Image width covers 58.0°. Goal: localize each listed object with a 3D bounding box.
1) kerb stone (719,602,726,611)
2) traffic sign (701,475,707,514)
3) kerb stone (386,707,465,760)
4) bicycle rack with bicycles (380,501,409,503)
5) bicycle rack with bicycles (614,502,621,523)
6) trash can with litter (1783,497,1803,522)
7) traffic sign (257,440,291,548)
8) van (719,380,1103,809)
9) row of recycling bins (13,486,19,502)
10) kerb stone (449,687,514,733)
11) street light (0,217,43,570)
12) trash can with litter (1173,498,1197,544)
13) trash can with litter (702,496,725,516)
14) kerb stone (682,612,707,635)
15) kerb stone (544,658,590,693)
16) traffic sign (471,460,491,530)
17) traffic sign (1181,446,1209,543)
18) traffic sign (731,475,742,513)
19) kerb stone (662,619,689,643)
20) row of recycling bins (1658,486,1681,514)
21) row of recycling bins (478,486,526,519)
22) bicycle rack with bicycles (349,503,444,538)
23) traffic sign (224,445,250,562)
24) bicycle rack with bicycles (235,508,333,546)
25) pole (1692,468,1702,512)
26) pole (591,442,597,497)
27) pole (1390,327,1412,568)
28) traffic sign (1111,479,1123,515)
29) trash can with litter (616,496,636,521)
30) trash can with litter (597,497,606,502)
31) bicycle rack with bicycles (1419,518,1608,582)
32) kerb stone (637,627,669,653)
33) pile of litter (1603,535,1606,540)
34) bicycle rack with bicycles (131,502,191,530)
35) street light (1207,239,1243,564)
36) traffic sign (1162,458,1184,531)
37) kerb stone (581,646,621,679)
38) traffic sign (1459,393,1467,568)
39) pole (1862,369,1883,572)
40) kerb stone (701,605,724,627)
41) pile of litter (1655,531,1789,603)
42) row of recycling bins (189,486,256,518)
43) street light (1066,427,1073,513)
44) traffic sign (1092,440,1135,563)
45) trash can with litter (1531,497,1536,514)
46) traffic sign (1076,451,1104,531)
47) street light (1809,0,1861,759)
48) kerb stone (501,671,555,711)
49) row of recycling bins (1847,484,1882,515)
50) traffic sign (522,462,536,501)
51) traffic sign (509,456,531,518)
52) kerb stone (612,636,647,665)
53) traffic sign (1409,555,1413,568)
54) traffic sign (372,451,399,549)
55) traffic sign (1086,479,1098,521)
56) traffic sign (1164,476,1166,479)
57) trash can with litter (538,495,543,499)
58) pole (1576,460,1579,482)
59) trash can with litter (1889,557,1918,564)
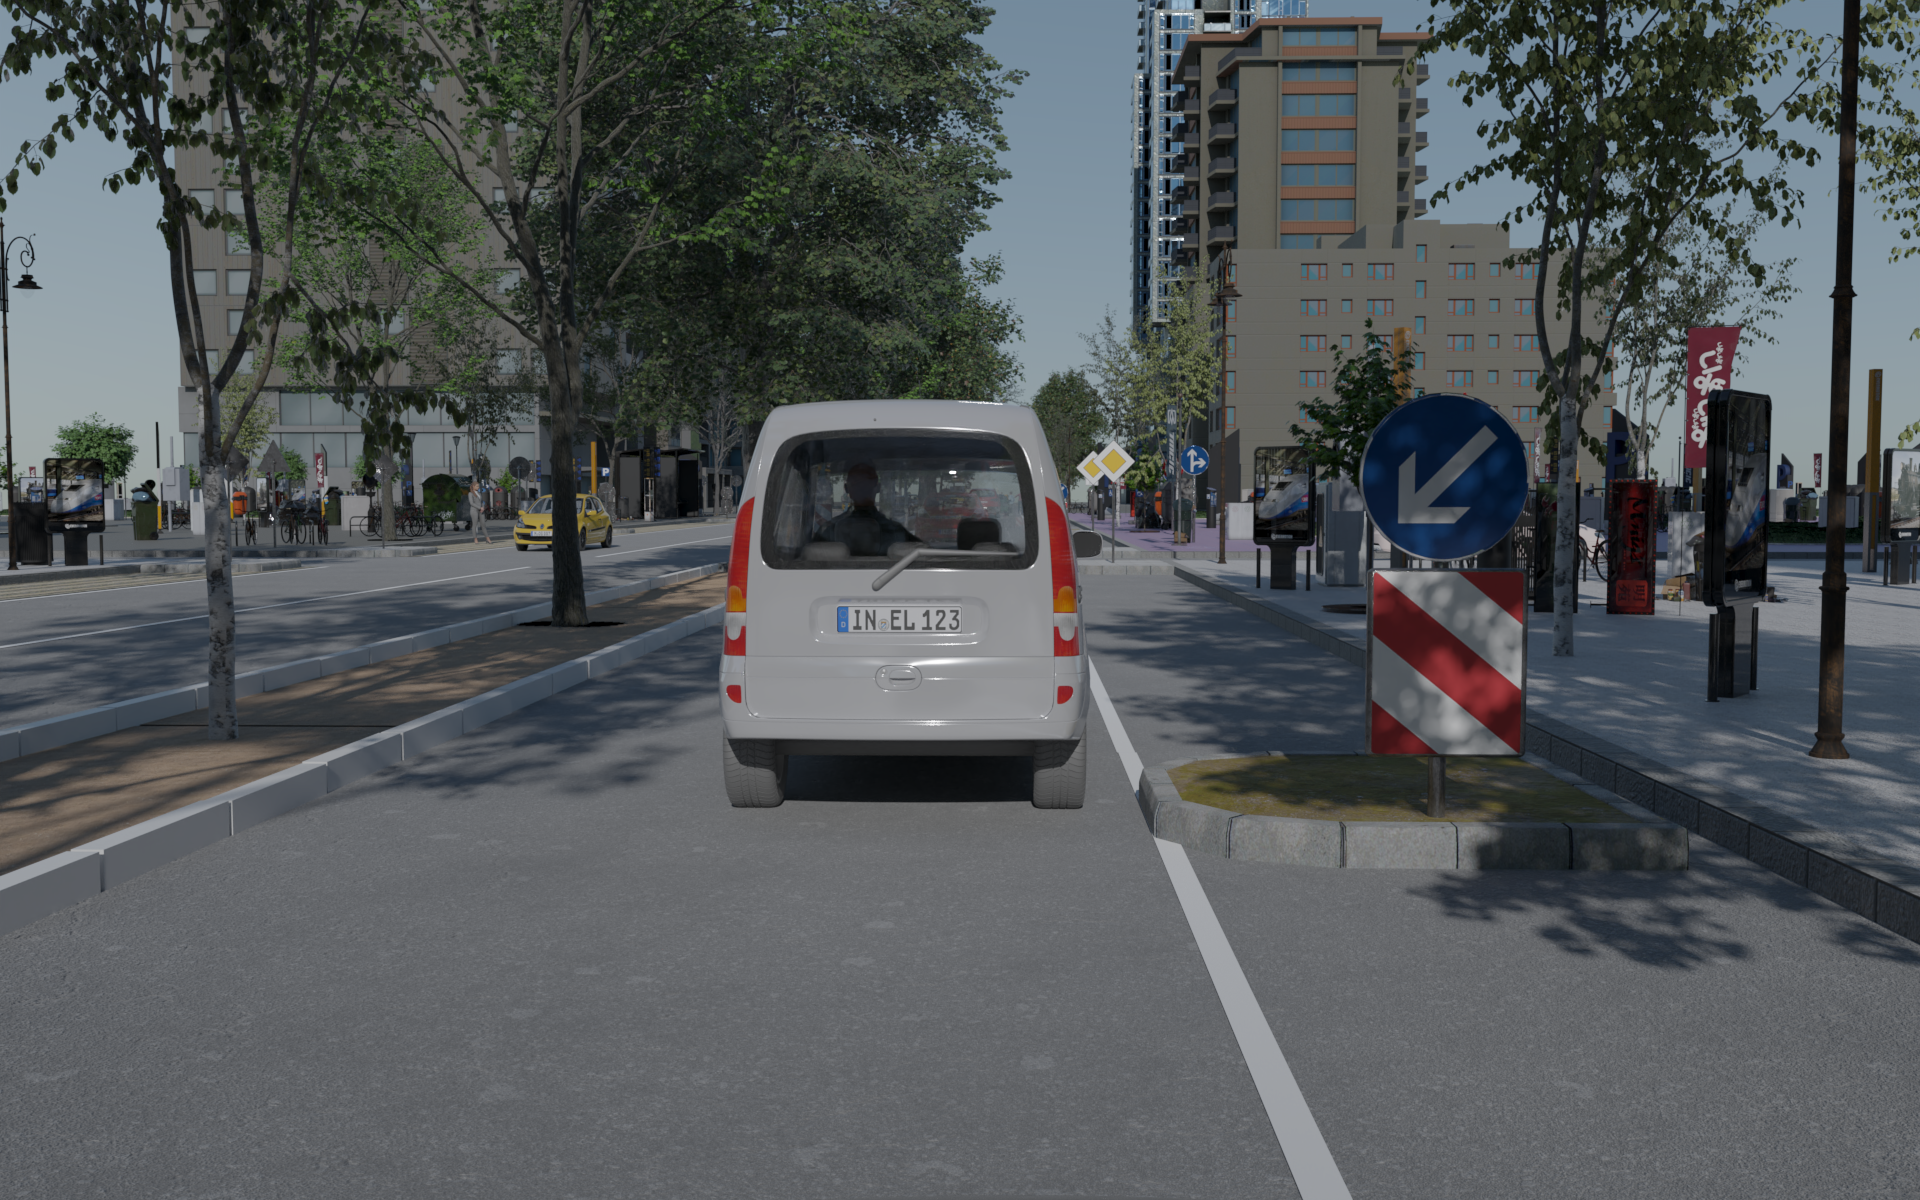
[{"bbox_3d":[-2.744,0.130,20.063,0.120,0.150,1.000,0,4,2],"label":"kerb stone"},{"bbox_3d":[-17.050,-6.966,114.006,0.768,2.556,0.104,0,4,6],"label":"traffic sign"},{"bbox_3d":[-3.040,0.757,9.820,0.120,0.150,1.000,0,4,2],"label":"kerb stone"},{"bbox_3d":[-21.509,-3.295,67.253,2.852,0.926,2.925,-1,4,-13],"label":"bicycle rack with bicycles"},{"bbox_3d":[-16.382,-3.923,77.528,2.852,0.926,2.925,0,4,-1],"label":"bicycle rack with bicycles"},{"bbox_3d":[33.088,-3.513,68.823,0.624,1.170,1.055,2,4,32],"label":"trash can with litter"},{"bbox_3d":[-16.429,-2.536,41.466,0.884,2.594,0.081,1,4,11],"label":"traffic sign"},{"bbox_3d":[-0.209,-0.138,9.269,2.013,2.044,4.112,0,4,1],"label":"van"},{"bbox_3d":[-47.827,-4.991,88.708,1.069,1.692,3.534,-1,4,-9],"label":"row of recycling bins"},{"bbox_3d":[-3.011,0.695,10.842,0.120,0.150,1.000,0,4,2],"label":"kerb stone"},{"bbox_3d":[-15.982,-3.441,29.052,0.468,5.910,1.993,0,4,2],"label":"street light"},{"bbox_3d":[5.830,-2.057,45.017,0.624,1.170,1.055,1,4,8],"label":"trash can with litter"},{"bbox_3d":[-14.919,-5.534,101.541,2.233,1.210,1.678,0,3,0],"label":"trash can with litter"},{"bbox_3d":[-2.802,0.256,18.016,0.120,0.150,1.000,0,4,2],"label":"kerb stone"},{"bbox_3d":[-2.955,0.570,12.886,0.120,0.150,1.000,0,4,2],"label":"kerb stone"},{"bbox_3d":[-17.135,-3.783,61.952,0.768,2.556,0.104,0,4,8],"label":"traffic sign"},{"bbox_3d":[6.178,-2.789,45.709,0.768,2.556,0.104,0,4,2],"label":"traffic sign"},{"bbox_3d":[-14.954,-7.080,115.860,0.768,2.556,0.104,0,4,4],"label":"traffic sign"},{"bbox_3d":[-2.834,0.324,16.987,0.120,0.150,1.000,0,4,2],"label":"kerb stone"},{"bbox_3d":[36.198,-4.989,88.685,3.534,1.692,1.069,-3,5,-44],"label":"row of recycling bins"},{"bbox_3d":[-23.938,-4.969,88.355,3.534,1.692,1.069,-1,4,-12],"label":"row of recycling bins"},{"bbox_3d":[-16.875,-2.372,52.156,2.852,0.926,2.925,3,5,42],"label":"bicycle rack with bicycles"},{"bbox_3d":[-13.789,-1.776,32.685,0.795,2.450,0.064,0,4,2],"label":"traffic sign"},{"bbox_3d":[-17.252,-1.868,43.918,2.852,0.926,2.925,-1,4,-22],"label":"bicycle rack with bicycles"},{"bbox_3d":[17.990,-2.960,42.245,0.158,3.312,0.155,0,3,0],"label":"pole"},{"bbox_3d":[-14.312,-4.522,67.779,0.158,3.312,0.155,0,3,0],"label":"pole"},{"bbox_3d":[5.422,-1.680,21.308,0.158,3.312,0.155,0,3,0],"label":"pole"},{"bbox_3d":[8.079,-5.359,87.624,0.884,2.594,0.081,1,4,10],"label":"traffic sign"},{"bbox_3d":[-16.822,-4.491,84.482,2.233,1.210,1.678,-1,4,-15],"label":"trash can with litter"},{"bbox_3d":[-18.981,-4.971,92.670,0.624,1.170,1.055,-3,4,-36],"label":"trash can with litter"},{"bbox_3d":[8.228,-0.784,26.193,2.852,0.926,2.925,0,4,-8],"label":"bicycle rack with bicycles"},{"bbox_3d":[-2.859,0.382,15.957,0.120,0.150,1.000,0,4,2],"label":"kerb stone"},{"bbox_3d":[17.315,-2.080,47.974,1.719,0.858,1.176,-1,4,-15],"label":"pile of litter"},{"bbox_3d":[-28.247,-3.012,62.622,2.925,0.926,2.852,-3,5,-42],"label":"bicycle rack with bicycles"},{"bbox_3d":[4.826,-3.604,31.712,0.468,5.910,1.993,0,4,2],"label":"street light"},{"bbox_3d":[7.348,-3.651,59.799,0.768,2.556,0.104,1,4,9],"label":"traffic sign"},{"bbox_3d":[-2.914,0.509,13.913,0.120,0.150,1.000,0,4,2],"label":"kerb stone"},{"bbox_3d":[6.470,-1.364,22.306,0.884,2.594,0.081,0,4,6],"label":"traffic sign"},{"bbox_3d":[14.918,-2.108,28.309,0.158,3.312,0.155,0,3,0],"label":"pole"},{"bbox_3d":[-2.764,0.193,19.038,0.120,0.150,1.000,0,4,2],"label":"kerb stone"},{"bbox_3d":[9.035,-0.426,20.930,1.719,0.858,1.176,3,4,38],"label":"pile of litter"},{"bbox_3d":[-39.952,-5.310,93.932,1.069,1.692,3.534,3,5,44],"label":"row of recycling bins"},{"bbox_3d":[7.551,-8.978,119.584,0.468,5.910,1.993,0,4,2],"label":"street light"},{"bbox_3d":[2.848,-1.745,32.171,0.795,2.450,0.064,0,4,2],"label":"traffic sign"},{"bbox_3d":[32.026,-5.110,94.604,1.678,1.210,2.233,-3,5,-42],"label":"trash can with litter"},{"bbox_3d":[3.085,-2.233,40.153,0.795,2.450,0.064,0,4,2],"label":"traffic sign"},{"bbox_3d":[4.244,-2.171,8.280,0.468,5.910,1.993,0,4,2],"label":"street light"},{"bbox_3d":[-2.987,0.632,11.864,0.120,0.150,1.000,0,4,2],"label":"kerb stone"},{"bbox_3d":[38.296,-4.077,73.765,1.069,1.692,3.534,0,4,7],"label":"row of recycling bins"},{"bbox_3d":[-16.967,-4.142,67.828,0.768,2.556,0.104,1,4,10],"label":"traffic sign"},{"bbox_3d":[-14.895,-3.576,58.572,0.768,2.556,0.104,0,4,8],"label":"traffic sign"},{"bbox_3d":[-2.888,0.446,14.935,0.120,0.150,1.000,0,4,2],"label":"kerb stone"},{"bbox_3d":[6.638,-1.426,25.440,0.606,2.300,0.079,0,4,8],"label":"traffic sign"},{"bbox_3d":[-13.552,-2.264,40.666,0.795,2.450,0.064,0,4,2],"label":"traffic sign"},{"bbox_3d":[6.320,-4.951,83.085,0.606,2.300,0.079,1,4,9],"label":"traffic sign"},{"bbox_3d":[9.061,-4.520,74.012,0.768,2.556,0.104,0,4,3],"label":"traffic sign"},{"bbox_3d":[-24.917,-5.533,101.517,2.233,1.210,1.678,0,4,-2],"label":"trash can with litter"},{"bbox_3d":[37.236,-6.774,104.604,0.158,3.312,0.155,0,3,0],"label":"pole"},{"bbox_3d":[17.991,-1.270,31.824,2.233,1.210,1.678,0,4,-7],"label":"trash can with litter"}]
